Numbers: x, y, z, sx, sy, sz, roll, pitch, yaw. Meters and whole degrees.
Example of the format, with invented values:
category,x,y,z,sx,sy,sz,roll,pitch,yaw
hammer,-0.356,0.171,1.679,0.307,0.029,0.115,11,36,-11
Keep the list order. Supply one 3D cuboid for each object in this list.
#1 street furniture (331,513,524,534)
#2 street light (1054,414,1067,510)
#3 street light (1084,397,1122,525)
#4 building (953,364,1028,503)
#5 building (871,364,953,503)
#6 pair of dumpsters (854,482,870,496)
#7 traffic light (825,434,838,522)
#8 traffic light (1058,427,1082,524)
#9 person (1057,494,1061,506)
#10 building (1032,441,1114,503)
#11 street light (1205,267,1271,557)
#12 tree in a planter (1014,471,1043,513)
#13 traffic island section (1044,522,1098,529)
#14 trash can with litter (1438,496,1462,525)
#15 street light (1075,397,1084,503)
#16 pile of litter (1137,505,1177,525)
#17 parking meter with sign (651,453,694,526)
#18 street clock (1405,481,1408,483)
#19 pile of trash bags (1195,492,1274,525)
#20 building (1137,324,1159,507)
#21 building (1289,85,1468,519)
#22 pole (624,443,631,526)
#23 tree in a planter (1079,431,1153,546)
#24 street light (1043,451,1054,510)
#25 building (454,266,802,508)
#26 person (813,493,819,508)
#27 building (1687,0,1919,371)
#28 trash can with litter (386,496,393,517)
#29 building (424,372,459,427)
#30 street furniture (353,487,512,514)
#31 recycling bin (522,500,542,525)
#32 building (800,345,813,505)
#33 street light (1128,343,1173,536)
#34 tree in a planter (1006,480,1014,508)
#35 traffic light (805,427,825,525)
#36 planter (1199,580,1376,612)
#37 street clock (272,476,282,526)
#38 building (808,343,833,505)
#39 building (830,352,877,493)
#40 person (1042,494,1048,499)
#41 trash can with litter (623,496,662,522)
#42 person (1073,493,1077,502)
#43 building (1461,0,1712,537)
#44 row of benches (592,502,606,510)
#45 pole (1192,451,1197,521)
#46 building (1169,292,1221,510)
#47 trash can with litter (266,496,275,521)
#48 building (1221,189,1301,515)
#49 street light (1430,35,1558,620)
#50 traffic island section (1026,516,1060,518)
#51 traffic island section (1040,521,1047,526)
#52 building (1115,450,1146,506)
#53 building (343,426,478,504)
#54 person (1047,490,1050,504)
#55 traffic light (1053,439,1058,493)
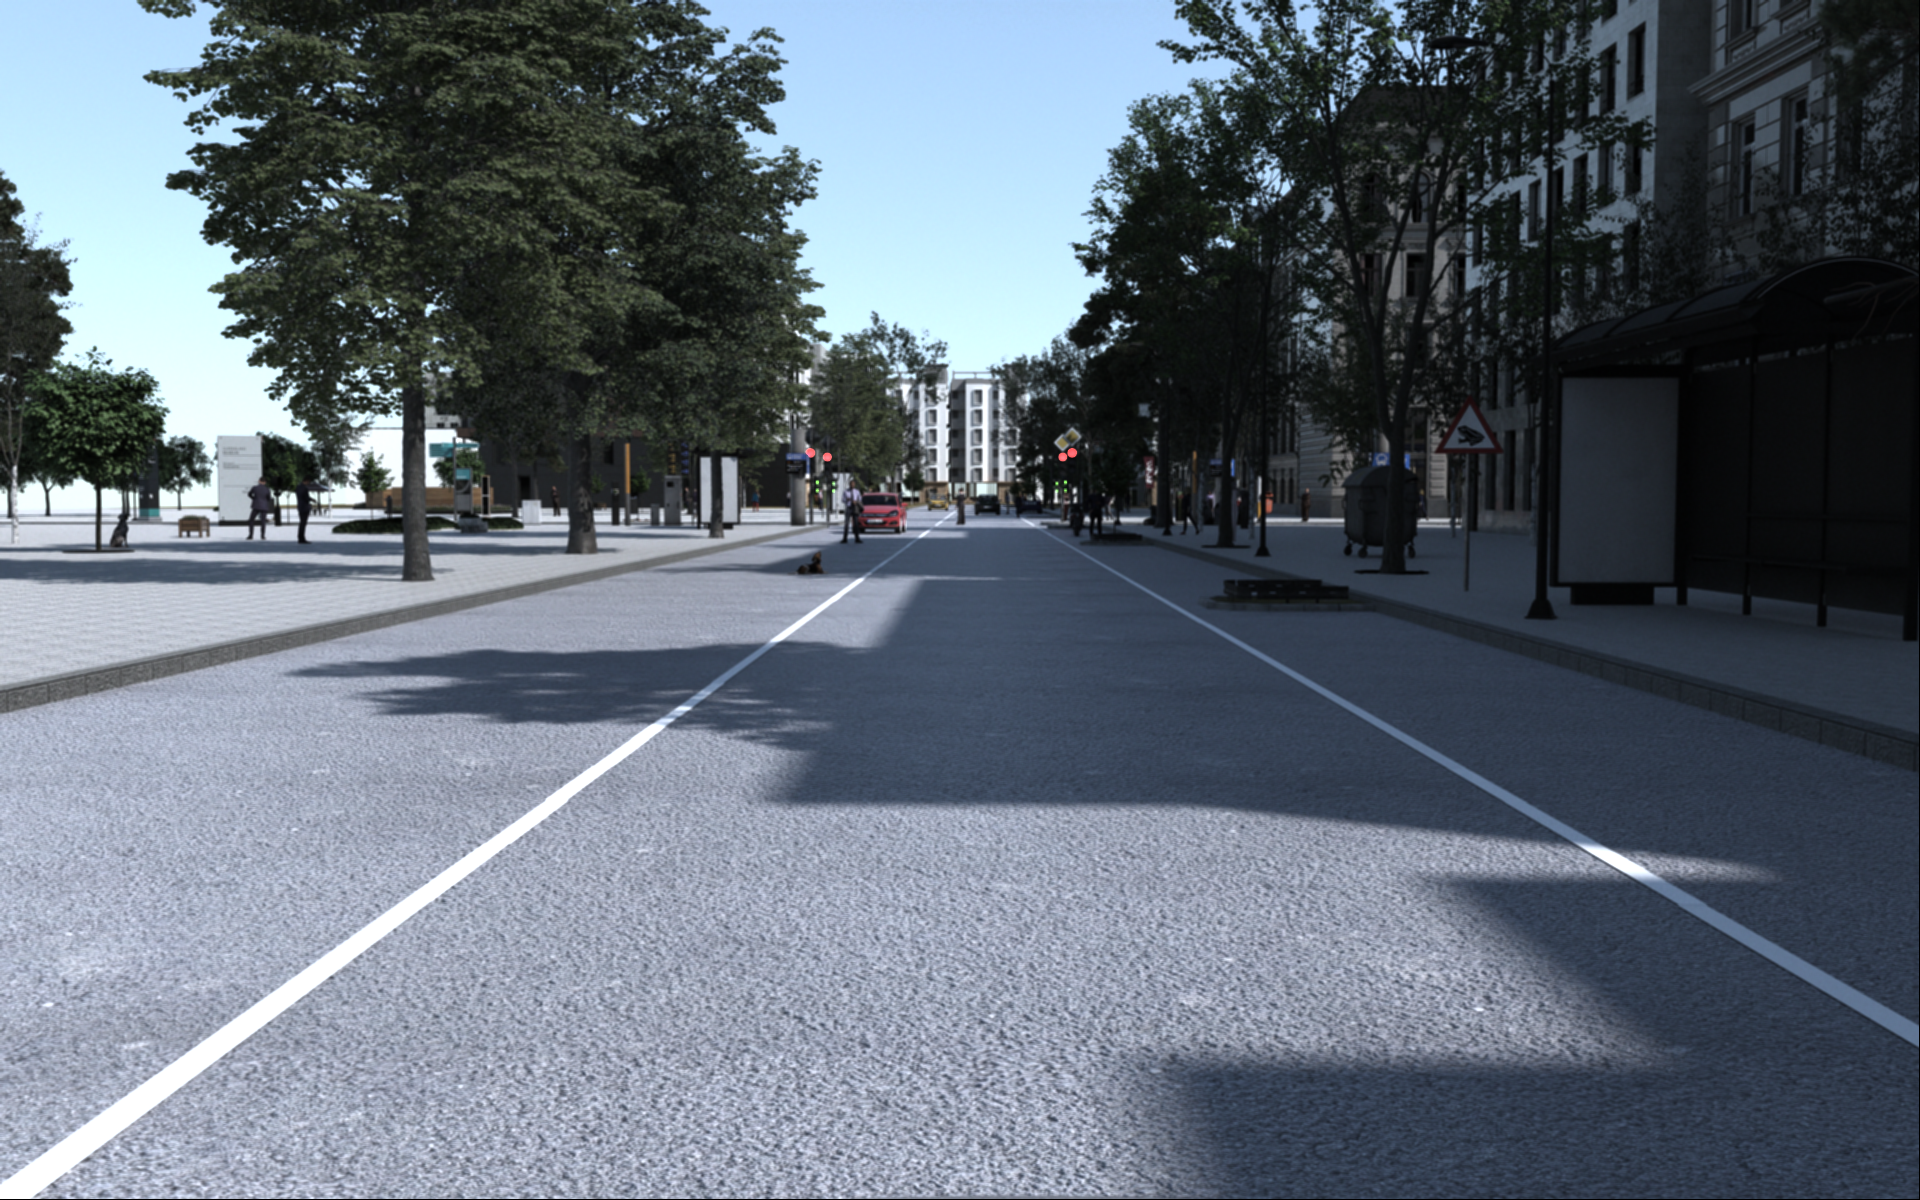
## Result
category,x,y,z,sx,sy,sz,roll,pitch,yaw
street furniture,-18.406,-2.724,60.163,5.734,0.657,10.072,0,4,-5
street light,6.416,-7.847,100.842,1.470,5.913,1.316,0,4,1
street light,5.972,-6.039,71.286,1.470,5.913,1.316,0,4,1
building,4.215,-24.556,257.914,11.380,20.091,16.016,0,4,1
building,-7.280,-24.547,257.769,11.380,20.091,16.016,0,4,1
pair of dumpsters,-8.035,-8.302,138.232,1.574,2.255,4.436,0,4,1
traffic light,-6.064,-5.539,79.806,0.839,4.213,0.868,0,4,1
traffic light,4.608,-5.044,71.718,0.839,4.213,0.868,0,4,1
person,10.752,-11.153,188.481,0.705,1.812,1.348,0,4,5
building,24.386,-19.129,254.903,28.070,9.664,9.099,0,4,1
street light,5.697,-3.852,35.522,1.470,5.913,1.316,0,4,1
tree in a planter,5.309,-8.202,131.325,1.991,3.239,1.994,0,4,1
traffic island section,4.648,-3.031,71.830,2.009,0.180,2.903,0,4,1
trash can with litter,20.734,-3.659,70.878,1.678,1.210,2.233,-1,4,-19
street light,6.183,-6.736,82.683,1.470,5.913,1.316,0,4,1
pile of litter,8.024,-3.495,71.108,1.719,0.858,1.176,2,4,29
parking meter with sign,-11.730,-4.545,70.564,1.738,3.016,0.543,-1,4,-8
street clock,18.453,-4.143,72.315,0.471,2.002,0.358,1,4,9
pile of trash bags,11.525,-3.797,71.830,3.447,1.369,1.912,-2,4,-26
building,26.813,-19.911,181.959,16.016,20.091,11.380,0,4,1
building,28.749,-16.266,94.832,19.941,23.489,11.050,0,4,1
pole,-13.416,-4.648,69.845,0.158,3.312,0.155,0,3,0
tree in a planter,4.384,-3.164,48.951,1.991,3.239,1.994,0,4,1
street light,6.616,-8.937,118.654,1.470,5.913,1.316,0,4,1
building,-31.213,-20.045,171.707,27.936,21.610,32.646,0,4,1
person,-13.449,-9.321,161.696,1.065,1.426,0.557,-2,4,-33
building,23.602,-14.215,29.679,12.463,27.353,25.104,0,4,1
trash can with litter,-26.660,-4.279,81.024,1.678,1.210,2.233,-2,4,-30
building,-61.561,-24.005,258.941,31.486,18.905,16.747,0,4,1
street furniture,-33.261,-6.470,112.642,11.010,1.723,9.812,1,4,9
recycling bin,-17.795,-3.634,71.963,0.722,1.027,0.722,0,4,-8
building,-24.653,-20.626,193.654,16.016,20.091,11.380,0,4,1
street light,5.874,-4.948,53.438,1.470,5.913,1.316,0,4,1
tree in a planter,5.872,-11.318,182.269,1.991,3.239,1.994,0,4,1
traffic light,-6.153,-5.051,71.821,0.839,4.213,0.868,0,4,1
planter,4.087,-0.059,22.098,1.991,0.319,1.994,0,4,1
street clock,-27.243,-3.949,69.138,0.358,2.002,0.471,0,4,3
building,-31.956,-21.123,211.810,31.486,18.905,16.747,0,4,1
building,-29.379,-25.655,263.438,32.646,21.610,27.936,0,4,1
person,9.440,-11.410,193.396,0.742,1.727,0.445,-2,4,-30
trash can with litter,-15.063,-4.335,81.942,2.233,1.210,1.678,-2,4,-34
person,14.410,-12.817,218.834,0.697,1.427,0.421,0,4,3
building,22.628,-12.035,51.530,10.420,20.320,16.860,0,4,1
row of benches,-30.042,-7.568,139.198,1.422,0.672,4.104,2,4,28
pole,11.145,-5.410,82.299,0.158,3.312,0.155,0,3,0
building,23.633,-17.840,146.432,10.420,20.320,16.860,0,4,1
trash can with litter,-32.962,-4.315,81.613,1.678,1.210,2.233,3,4,38
building,25.581,-18.419,120.237,14.460,24.649,34.723,0,4,1
street light,5.456,-2.763,17.711,1.470,5.913,1.316,0,4,1
traffic island section,5.002,-4.992,104.478,1.991,0.108,1.994,0,4,1
traffic island section,4.737,-3.519,79.815,2.009,0.180,2.903,0,4,1
building,27.836,-20.607,203.379,16.747,18.905,31.486,0,4,1
building,-61.680,-16.813,217.042,28.070,9.664,9.099,0,4,1
person,11.429,-13.311,224.231,0.434,1.755,0.990,3,5,41
traffic light,4.697,-5.533,79.703,0.839,4.213,0.868,0,4,1
